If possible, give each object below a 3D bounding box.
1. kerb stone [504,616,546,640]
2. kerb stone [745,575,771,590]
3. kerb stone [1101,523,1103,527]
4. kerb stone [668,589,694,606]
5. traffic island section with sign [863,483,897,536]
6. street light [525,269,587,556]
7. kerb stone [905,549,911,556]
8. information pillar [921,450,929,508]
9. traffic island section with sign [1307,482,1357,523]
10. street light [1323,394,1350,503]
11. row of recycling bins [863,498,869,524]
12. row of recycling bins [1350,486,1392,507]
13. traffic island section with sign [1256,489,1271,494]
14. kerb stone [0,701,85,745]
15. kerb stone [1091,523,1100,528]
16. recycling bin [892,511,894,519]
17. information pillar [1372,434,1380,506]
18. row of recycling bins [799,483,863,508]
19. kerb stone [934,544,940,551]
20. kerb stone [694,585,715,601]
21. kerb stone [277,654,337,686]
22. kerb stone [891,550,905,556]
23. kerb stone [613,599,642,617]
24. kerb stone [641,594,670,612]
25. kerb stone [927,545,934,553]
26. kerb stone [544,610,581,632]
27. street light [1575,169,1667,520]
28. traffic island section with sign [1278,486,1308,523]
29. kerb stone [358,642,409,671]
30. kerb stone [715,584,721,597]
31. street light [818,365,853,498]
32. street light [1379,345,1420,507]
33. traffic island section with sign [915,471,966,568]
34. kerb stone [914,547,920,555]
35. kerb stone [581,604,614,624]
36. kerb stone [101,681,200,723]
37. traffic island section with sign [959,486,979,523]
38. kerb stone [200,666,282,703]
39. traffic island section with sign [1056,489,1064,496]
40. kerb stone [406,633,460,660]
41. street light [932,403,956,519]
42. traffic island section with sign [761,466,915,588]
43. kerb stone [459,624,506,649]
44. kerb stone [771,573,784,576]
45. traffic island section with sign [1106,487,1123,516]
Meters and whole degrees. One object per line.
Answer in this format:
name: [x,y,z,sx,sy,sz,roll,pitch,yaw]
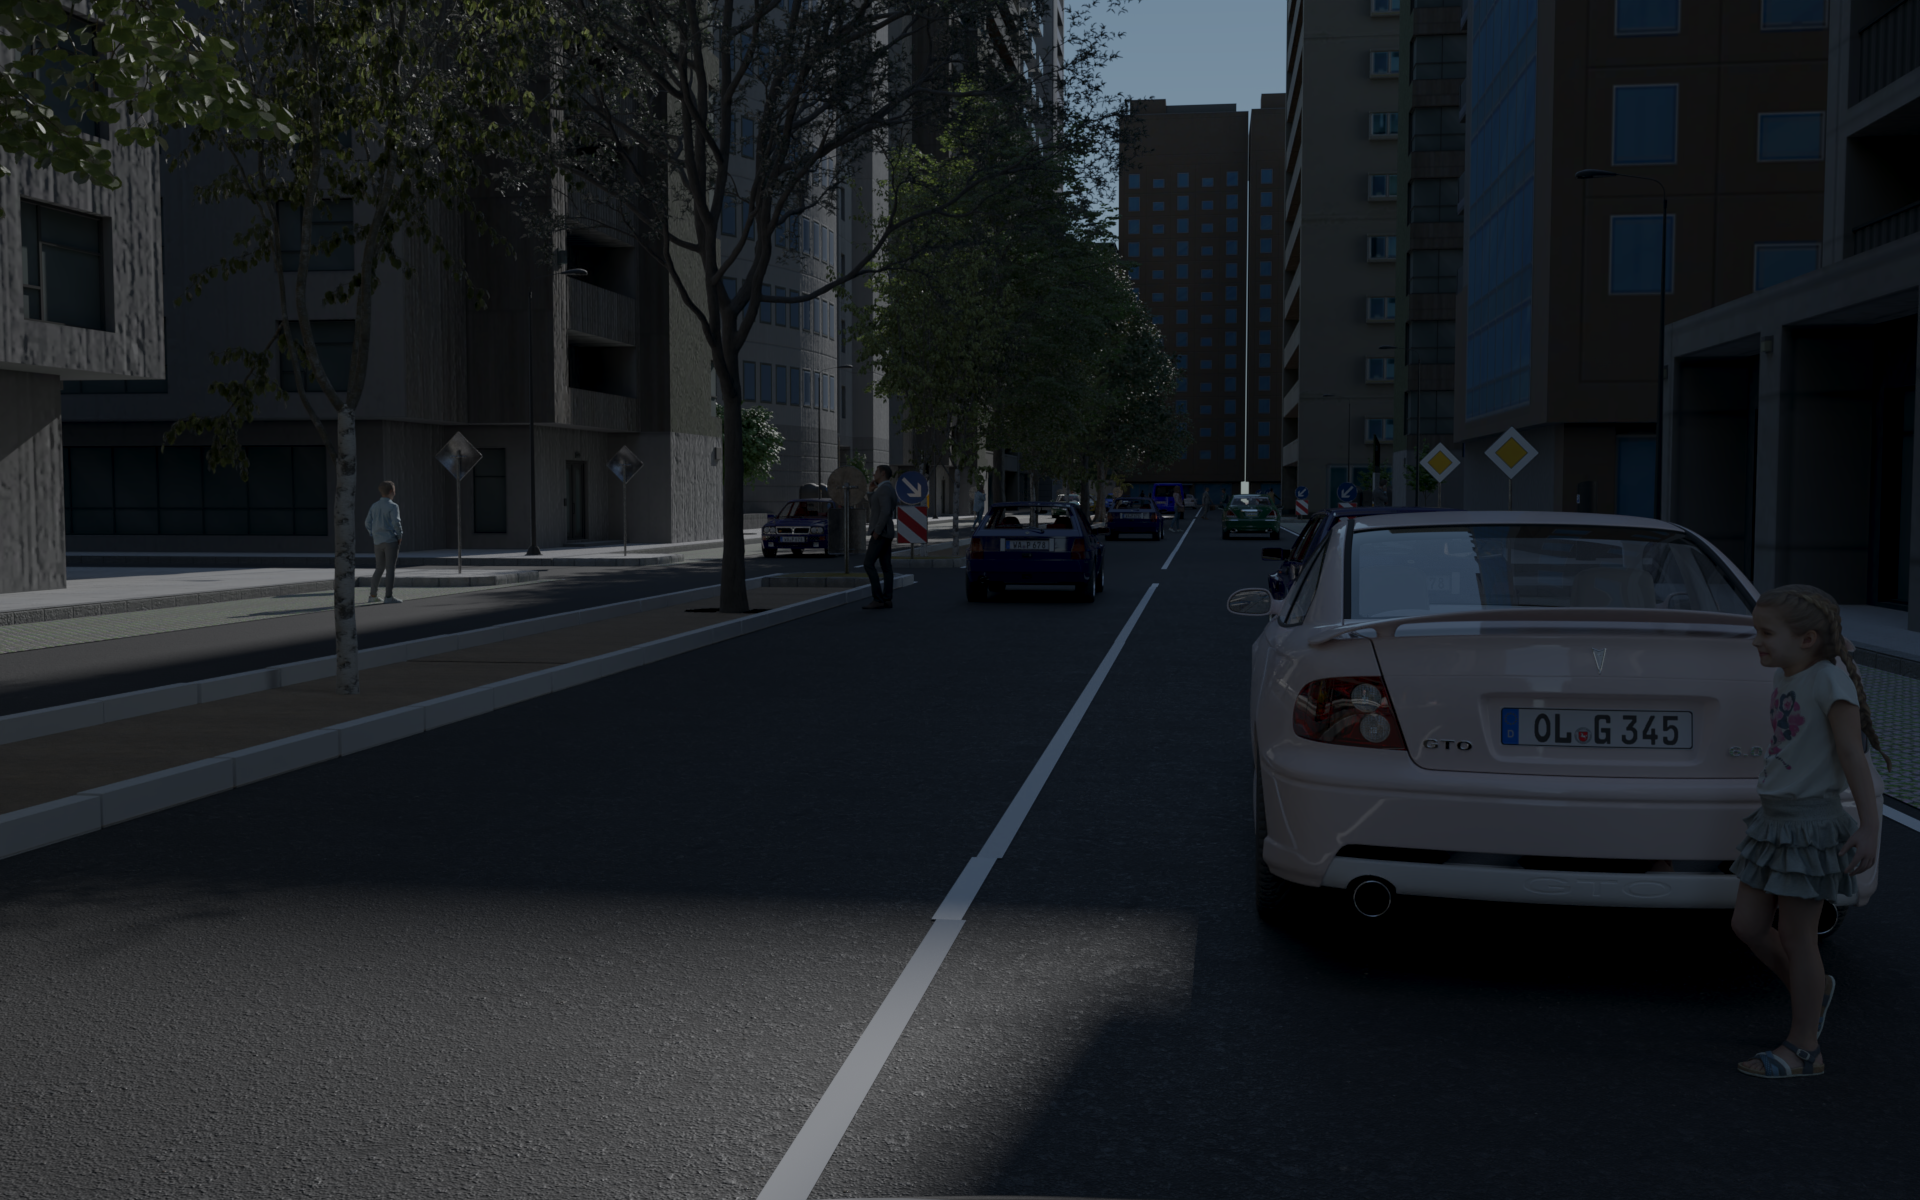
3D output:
kerb stone: [-4.421,0.297,17.346,0.120,0.150,1.000,1,4,8]
kerb stone: [-3.105,-0.260,26.475,0.120,0.150,1.000,1,4,8]
kerb stone: [5.931,-3.194,74.418,0.120,0.150,1.000,1,4,8]
kerb stone: [-3.688,-0.014,22.417,0.120,0.150,1.000,1,4,8]
traffic island section with sign: [-3.106,-3.152,60.156,1.989,1.847,2.006,1,4,8]
street light: [-8.381,-3.879,35.965,1.470,5.913,1.316,1,4,8]
kerb stone: [-1.277,-1.038,39.187,0.120,0.150,1.000,1,4,8]
information pillar: [-1.865,-6.183,92.451,0.504,3.616,0.183,-3,5,-44]
traffic island section with sign: [12.867,-3.040,58.324,1.989,1.847,2.006,1,4,8]
street light: [17.557,-6.611,80.633,1.470,5.913,1.316,1,4,8]
row of recycling bins: [-3.955,-4.260,76.769,1.069,1.692,3.534,1,4,11]
row of recycling bins: [20.424,-4.701,83.973,3.534,1.692,1.069,2,4,35]
traffic island section with sign: [23.858,-7.697,134.471,1.989,1.847,2.006,1,4,8]
kerb stone: [-5.442,0.732,10.252,0.120,0.150,1.000,1,4,8]
kerb stone: [5.638,-3.069,72.381,0.120,0.150,1.000,1,4,8]
recycling bin: [-3.665,-4.759,90.358,0.722,1.027,0.722,0,4,3]
information pillar: [16.224,-4.658,67.520,0.183,3.616,0.504,3,4,37]
row of recycling bins: [-5.106,-3.620,66.299,1.069,1.692,3.534,2,4,25]
kerb stone: [-0.686,-1.285,43.241,0.120,0.150,1.000,1,4,8]
kerb stone: [-3.544,-0.075,23.429,0.120,0.150,1.000,1,4,8]
kerb stone: [-5.000,0.545,13.292,0.120,0.150,1.000,1,4,8]
kerb stone: [-1.419,-0.977,38.172,0.120,0.150,1.000,1,4,8]
kerb stone: [-3.989,0.111,20.386,0.120,0.150,1.000,1,4,8]
kerb stone: [-3.834,0.048,21.406,0.120,0.150,1.000,1,4,8]
kerb stone: [-0.832,-1.225,42.225,0.120,0.150,1.000,1,4,8]
kerb stone: [-4.277,0.235,18.357,0.120,0.150,1.000,1,4,8]
street light: [9.502,-3.201,24.883,1.470,5.913,1.316,1,4,8]
traffic island section with sign: [16.906,-4.757,86.400,1.989,1.847,2.006,1,4,8]
kerb stone: [-4.860,0.482,14.311,0.120,0.150,1.000,1,4,8]
kerb stone: [-3.397,-0.135,24.444,0.120,0.150,1.000,1,4,8]
street light: [-4.548,-5.503,62.516,1.470,5.913,1.316,1,4,8]
street light: [13.772,-4.994,54.192,1.470,5.913,1.316,1,4,8]
traffic island section with sign: [-0.845,-1.620,34.626,2.006,1.907,1.989,1,4,8]
kerb stone: [-1.121,-1.101,40.197,0.120,0.150,1.000,1,4,8]
kerb stone: [-4.126,0.173,19.370,0.120,0.150,1.000,1,4,8]
kerb stone: [-5.306,0.669,11.264,0.120,0.150,1.000,1,4,8]
traffic island section with sign: [0.764,-4.795,87.025,1.989,1.847,2.006,1,4,8]
kerb stone: [-5.146,0.612,12.281,0.120,0.150,1.000,1,4,8]
traffic island section with sign: [7.953,-7.839,136.793,1.989,1.847,2.006,1,4,8]
kerb stone: [-4.720,0.420,15.323,0.120,0.150,1.000,1,4,8]
street light: [-0.737,-7.122,88.984,1.470,5.913,1.316,1,4,8]
traffic island section with sign: [-1.913,-1.172,27.296,2.006,1.907,1.989,1,4,8]
kerb stone: [-4.569,0.364,16.335,0.120,0.150,1.000,1,4,8]
kerb stone: [-2.959,-0.324,27.490,0.120,0.150,1.000,1,4,8]
traffic island section with sign: [9.877,-6.169,108.998,2.006,1.907,1.989,1,4,8]
